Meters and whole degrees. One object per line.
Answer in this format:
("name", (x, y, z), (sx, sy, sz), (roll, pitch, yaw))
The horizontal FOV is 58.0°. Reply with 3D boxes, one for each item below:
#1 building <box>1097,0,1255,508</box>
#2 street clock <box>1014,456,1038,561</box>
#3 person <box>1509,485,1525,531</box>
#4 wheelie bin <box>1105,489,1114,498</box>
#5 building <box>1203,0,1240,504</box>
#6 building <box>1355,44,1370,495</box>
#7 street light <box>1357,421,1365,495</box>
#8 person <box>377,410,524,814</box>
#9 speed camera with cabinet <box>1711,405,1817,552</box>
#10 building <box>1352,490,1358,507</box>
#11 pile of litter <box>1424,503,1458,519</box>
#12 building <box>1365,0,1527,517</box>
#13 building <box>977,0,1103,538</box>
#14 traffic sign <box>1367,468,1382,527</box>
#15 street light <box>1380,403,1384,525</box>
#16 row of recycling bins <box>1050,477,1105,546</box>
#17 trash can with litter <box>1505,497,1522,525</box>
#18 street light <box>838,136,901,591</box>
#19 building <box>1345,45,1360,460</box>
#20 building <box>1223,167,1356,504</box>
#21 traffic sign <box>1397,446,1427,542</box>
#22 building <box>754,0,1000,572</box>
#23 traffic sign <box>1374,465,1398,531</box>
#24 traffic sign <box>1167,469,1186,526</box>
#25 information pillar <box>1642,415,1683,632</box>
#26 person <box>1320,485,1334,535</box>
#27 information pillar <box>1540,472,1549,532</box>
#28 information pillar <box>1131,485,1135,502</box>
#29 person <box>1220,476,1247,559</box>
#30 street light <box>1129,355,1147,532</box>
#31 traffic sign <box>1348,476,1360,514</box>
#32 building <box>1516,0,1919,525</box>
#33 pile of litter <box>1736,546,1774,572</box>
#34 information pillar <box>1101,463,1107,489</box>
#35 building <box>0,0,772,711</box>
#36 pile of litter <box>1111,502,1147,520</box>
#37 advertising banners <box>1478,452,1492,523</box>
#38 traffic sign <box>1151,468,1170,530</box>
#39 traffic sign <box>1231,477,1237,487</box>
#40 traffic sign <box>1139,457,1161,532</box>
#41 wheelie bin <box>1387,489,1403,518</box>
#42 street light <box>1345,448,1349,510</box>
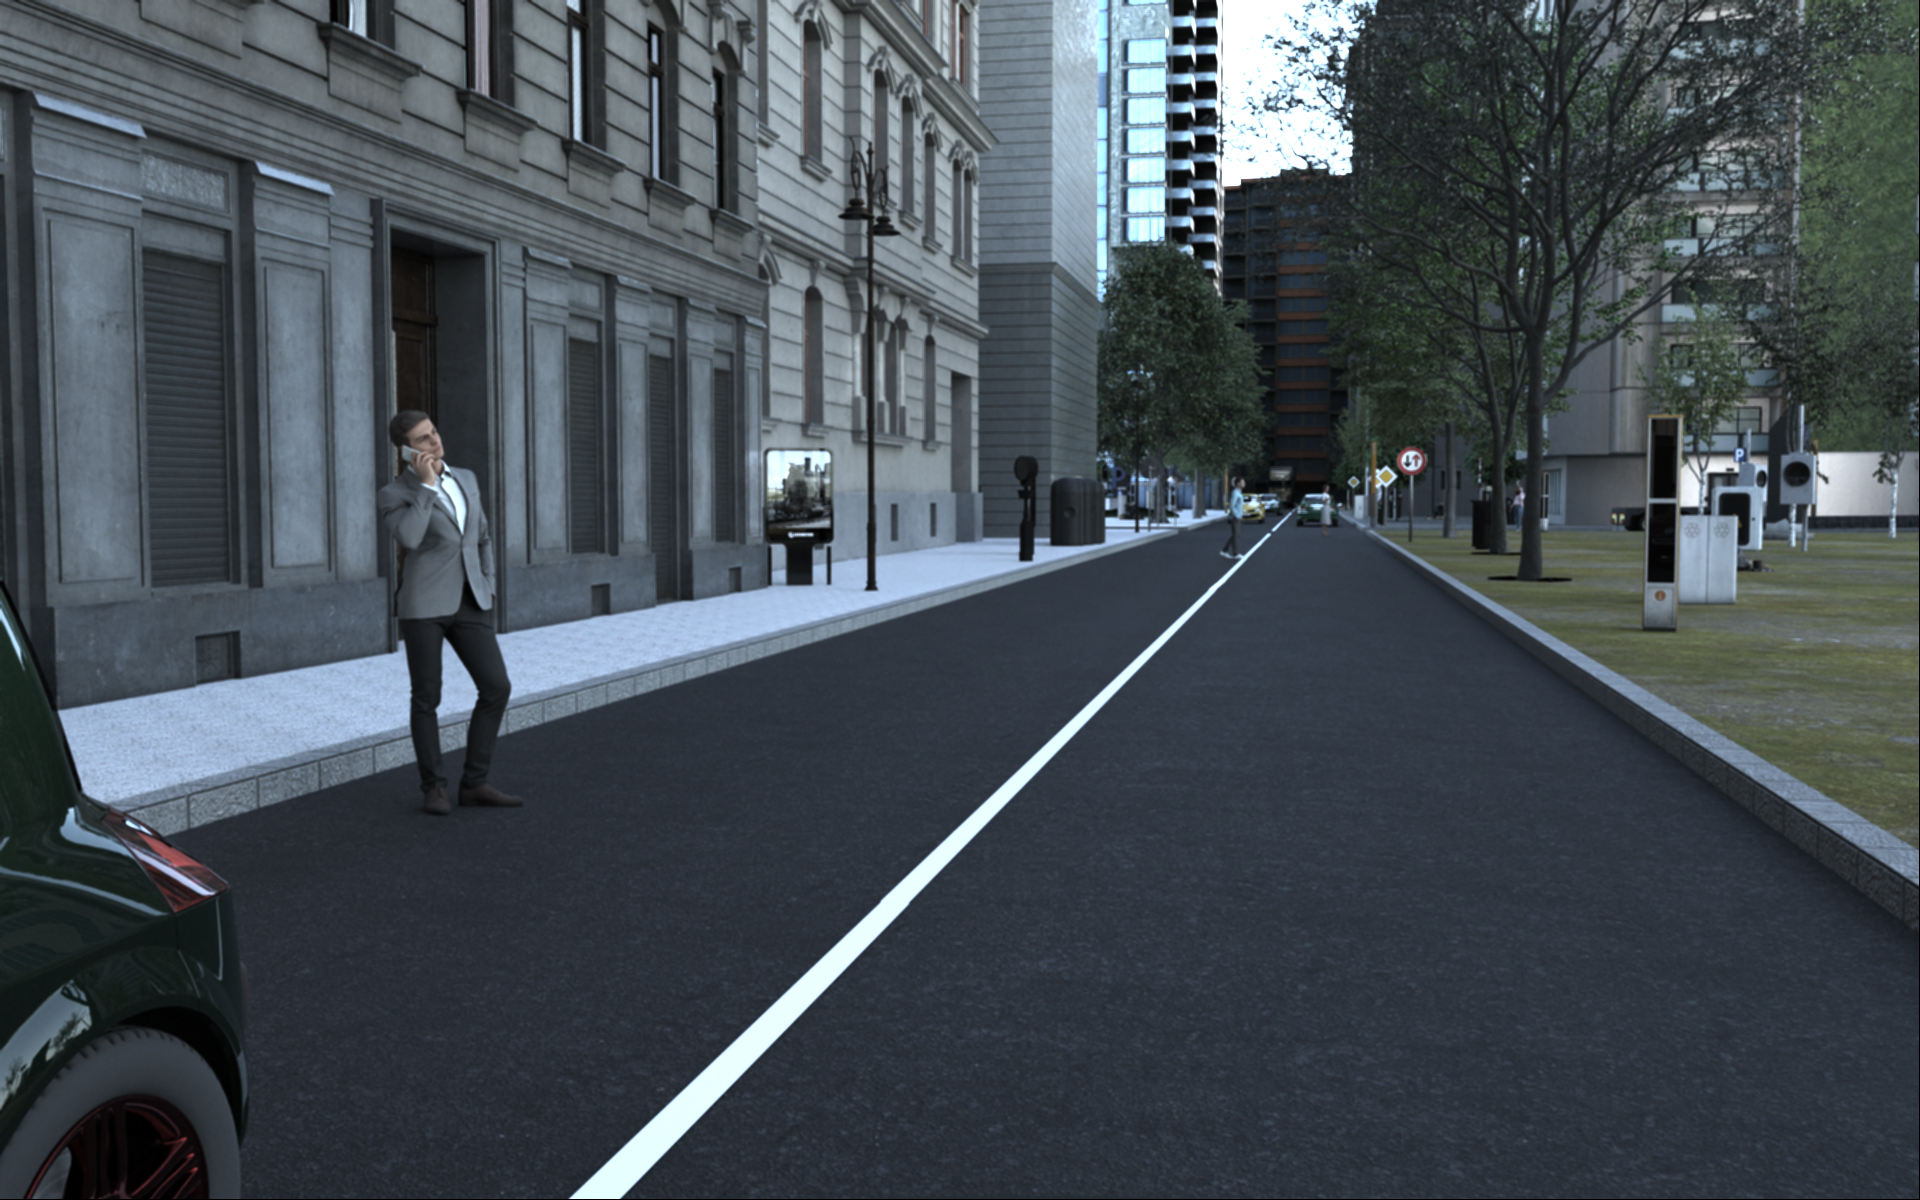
("building", (19.647, -54.726, 207.437), (31.000, 86.520, 22.319), (1, 4, 11))
("street clock", (1.262, -1.743, 33.064), (0.358, 2.002, 0.471), (-2, 4, -35))
("person", (20.795, -3.388, 64.489), (0.643, 1.750, 0.593), (-3, 5, -40))
("wheelie bin", (10.079, -6.776, 118.695), (0.980, 1.594, 0.693), (2, 4, 24))
("building", (19.755, -45.674, 185.026), (20.563, 71.187, 20.611), (1, 4, 11))
("building", (43.738, -31.108, 158.730), (14.600, 45.320, 14.200), (1, 4, 11))
("street light", (24.556, -8.149, 106.023), (0.468, 5.910, 1.993), (1, 4, 11))
("person", (-2.308, 0.052, 7.834), (0.592, 1.802, 0.473), (-2, 4, -35))
("speed camera with cabinet", (18.046, -2.723, 38.857), (2.038, 3.252, 0.660), (2, 4, 31))
("building", (50.504, -45.020, 174.323), (20.563, 71.187, 20.611), (1, 4, 11))
("pile of litter", (24.614, -4.555, 88.444), (1.719, 0.858, 1.176), (1, 4, 20))
("building", (31.877, -20.374, 104.818), (14.160, 30.474, 14.107), (1, 4, 11))
("building", (-10.690, -17.140, 57.736), (29.804, 29.767, 11.434), (1, 4, 11))
("traffic sign", (16.314, -3.920, 67.736), (0.795, 2.450, 0.064), (1, 4, 11))
("street light", (17.277, -5.987, 70.674), (0.468, 5.910, 1.993), (1, 4, 11))
("row of recycling bins", (3.073, -2.273, 44.281), (1.069, 1.692, 3.534), (1, 4, 16))
("trash can with litter", (23.253, -3.749, 72.689), (1.055, 1.170, 0.624), (-1, 4, -10))
("street light", (-1.179, -3.064, 22.888), (0.468, 5.910, 1.993), (1, 4, 11))
("building", (58.505, -37.219, 197.765), (28.713, 52.752, 27.495), (1, 4, 11))
("building", (45.885, -35.530, 235.543), (28.867, 44.769, 22.147), (1, 4, 11))
("traffic sign", (12.094, -2.832, 46.417), (0.768, 2.556, 0.104), (1, 4, 12))
("building", (-7.678, -15.234, 36.458), (14.401, 28.519, 23.554), (1, 4, 11))
("traffic sign", (14.730, -3.441, 59.909), (0.795, 2.450, 0.064), (1, 4, 11))
("traffic sign", (8.629, -4.016, 69.306), (0.795, 2.450, 0.064), (1, 4, 11))
("information pillar", (6.576, -0.717, 16.214), (0.304, 2.012, 0.304), (1, 4, 23))
("person", (12.763, -3.119, 60.060), (0.524, 1.755, 0.480), (2, 4, 33))
("information pillar", (19.707, -3.311, 58.623), (0.304, 2.012, 0.304), (3, 5, 45))
("information pillar", (13.765, -8.187, 138.351), (0.304, 2.012, 0.304), (0, 4, -7))
("person", (6.085, -1.835, 38.516), (0.620, 1.820, 0.660), (1, 4, 13))
("street light", (5.931, -5.201, 57.816), (0.468, 5.910, 1.993), (1, 4, 11))
("traffic sign", (24.750, -6.589, 108.915), (0.795, 2.450, 0.064), (1, 4, 17))
("building", (31.528, -23.776, 72.331), (14.086, 41.232, 14.154), (1, 4, 11))
("pile of litter", (12.930, -0.943, 29.378), (1.176, 0.858, 1.719), (-1, 4, -19))
("information pillar", (10.397, -8.172, 124.972), (0.504, 3.616, 0.183), (-2, 4, -31))
("building", (-8.982, -10.157, 15.217), (9.793, 20.994, 18.267), (1, 4, 11))
("pile of litter", (8.441, -4.436, 86.499), (1.719, 0.858, 1.176), (2, 4, 27))
("advertising banners", (22.026, -4.676, 72.641), (0.090, 3.025, 2.074), (2, 4, 34))
("traffic sign", (7.045, -3.537, 61.479), (0.795, 2.450, 0.064), (1, 4, 11))
("traffic sign", (20.381, -7.814, 127.865), (0.768, 2.556, 0.104), (1, 4, 21))
("traffic sign", (6.471, -3.610, 59.133), (0.768, 2.556, 0.104), (1, 4, 20))
("wheelie bin", (23.278, -5.180, 92.605), (0.693, 1.594, 0.980), (2, 4, 31))
("street light", (31.497, -10.285, 140.946), (0.468, 5.910, 1.993), (1, 4, 11))
